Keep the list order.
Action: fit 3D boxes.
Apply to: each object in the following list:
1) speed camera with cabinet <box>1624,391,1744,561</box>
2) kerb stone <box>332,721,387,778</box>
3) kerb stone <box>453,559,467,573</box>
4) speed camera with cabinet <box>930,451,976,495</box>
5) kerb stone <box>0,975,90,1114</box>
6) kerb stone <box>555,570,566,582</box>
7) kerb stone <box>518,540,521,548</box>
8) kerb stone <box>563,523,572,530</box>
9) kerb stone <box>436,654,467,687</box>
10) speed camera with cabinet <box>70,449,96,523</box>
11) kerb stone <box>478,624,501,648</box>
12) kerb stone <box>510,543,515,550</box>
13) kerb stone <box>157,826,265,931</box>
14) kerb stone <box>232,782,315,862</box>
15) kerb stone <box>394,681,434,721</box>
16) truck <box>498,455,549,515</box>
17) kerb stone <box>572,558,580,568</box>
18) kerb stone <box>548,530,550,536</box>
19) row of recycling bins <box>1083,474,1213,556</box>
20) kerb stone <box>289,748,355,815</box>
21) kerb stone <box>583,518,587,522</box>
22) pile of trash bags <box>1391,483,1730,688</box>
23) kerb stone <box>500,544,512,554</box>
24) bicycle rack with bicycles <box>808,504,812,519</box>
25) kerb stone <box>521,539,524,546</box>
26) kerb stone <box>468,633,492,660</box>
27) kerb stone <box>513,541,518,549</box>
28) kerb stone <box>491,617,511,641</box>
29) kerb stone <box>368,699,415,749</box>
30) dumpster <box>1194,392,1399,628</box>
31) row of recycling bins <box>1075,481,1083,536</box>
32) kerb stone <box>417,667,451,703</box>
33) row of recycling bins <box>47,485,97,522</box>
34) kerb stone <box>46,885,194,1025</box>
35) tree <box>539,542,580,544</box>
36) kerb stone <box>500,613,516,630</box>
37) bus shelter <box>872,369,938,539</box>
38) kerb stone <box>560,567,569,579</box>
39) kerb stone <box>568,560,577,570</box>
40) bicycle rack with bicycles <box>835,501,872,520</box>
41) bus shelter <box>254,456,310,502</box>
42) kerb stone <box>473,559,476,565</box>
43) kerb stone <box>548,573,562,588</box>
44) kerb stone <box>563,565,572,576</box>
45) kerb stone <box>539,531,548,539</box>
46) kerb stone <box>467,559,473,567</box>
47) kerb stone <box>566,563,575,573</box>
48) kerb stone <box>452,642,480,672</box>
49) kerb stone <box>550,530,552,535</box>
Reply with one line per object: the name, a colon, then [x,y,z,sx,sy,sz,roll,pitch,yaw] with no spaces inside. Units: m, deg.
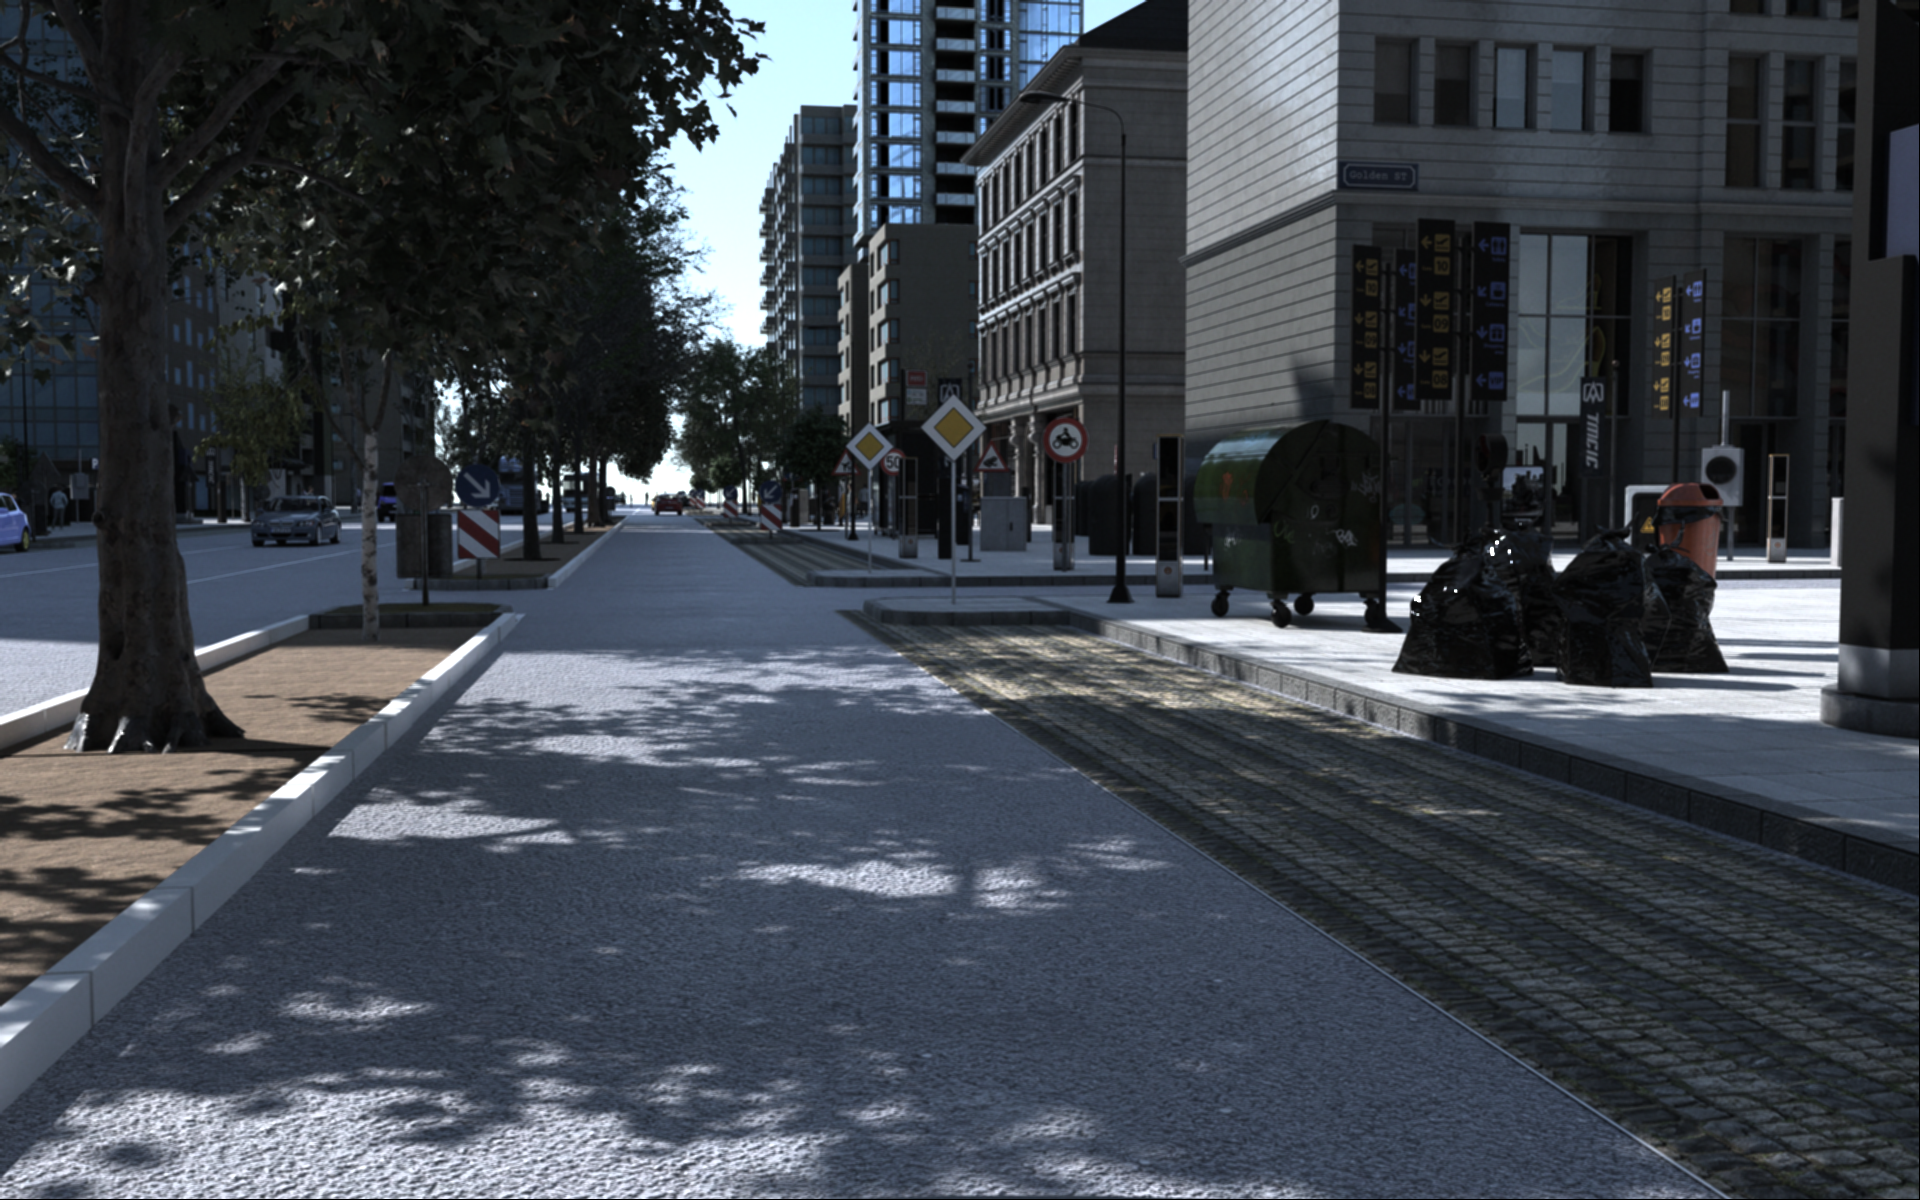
speed camera with cabinet: [13.960,-2.389,33.395,2.038,3.252,0.660,2,4,31]
kerb stone: [-3.188,0.796,9.176,0.120,0.150,1.000,-1,4,-10]
kerb stone: [-9.435,-0.634,32.563,0.120,0.150,1.000,-1,4,-10]
speed camera with cabinet: [-0.322,-5.184,79.094,2.038,3.252,0.660,-1,4,-20]
kerb stone: [-2.304,1.104,4.141,0.120,0.150,1.000,-1,4,-10]
kerb stone: [-6.466,-0.345,27.830,0.120,0.150,1.000,-1,4,-10]
kerb stone: [-11.742,-1.435,45.698,0.120,0.150,1.000,-1,4,-10]
kerb stone: [-16.535,-3.101,72.957,0.120,0.150,1.000,-1,4,-10]
kerb stone: [-3.899,0.553,13.215,0.120,0.150,1.000,-1,4,-10]
speed camera with cabinet: [-38.493,-5.069,77.217,2.038,3.252,0.660,-2,4,-35]
kerb stone: [-4.435,0.364,16.240,0.120,0.150,1.000,-1,4,-10]
kerb stone: [-11.386,-1.306,43.663,0.120,0.150,1.000,-1,4,-10]
kerb stone: [-2.655,0.983,6.155,0.120,0.150,1.000,-1,4,-10]
kerb stone: [-2.838,0.922,7.161,0.120,0.150,1.000,-1,4,-10]
kerb stone: [-3.547,0.673,11.197,0.120,0.150,1.000,-1,4,-10]
truck: [-31.145,-8.212,124.020,2.967,4.110,18.799,-1,4,-10]
kerb stone: [-7.355,-0.649,32.877,0.120,0.150,1.000,-1,4,-10]
kerb stone: [-13.875,-2.179,57.833,0.120,0.150,1.000,-1,4,-10]
row of recycling bins: [4.498,-1.803,36.598,3.534,1.692,1.069,-1,4,-8]
kerb stone: [-3.014,0.860,8.169,0.120,0.150,1.000,-1,4,-10]
kerb stone: [-20.262,-4.402,94.166,0.120,0.150,1.000,-1,4,-10]
pile of trash bags: [4.845,-0.198,12.988,3.447,1.369,1.912,-3,5,-44]
kerb stone: [-11.207,-1.251,42.655,0.120,0.150,1.000,-1,4,-10]
bicycle rack with bicycles: [-8.622,-4.505,87.034,2.925,0.926,2.852,-1,4,-18]
kerb stone: [-11.928,-1.497,46.706,0.120,0.150,1.000,-1,4,-10]
kerb stone: [-4.252,0.427,15.234,0.120,0.150,1.000,-1,4,-10]
kerb stone: [-11.566,-1.375,44.679,0.120,0.150,1.000,-1,4,-10]
kerb stone: [-4.599,0.302,17.254,0.120,0.150,1.000,-1,4,-10]
kerb stone: [-3.357,0.734,10.190,0.120,0.150,1.000,-1,4,-10]
dumpster: [3.351,-0.911,17.384,1.502,2.255,1.985,-1,4,-10]
row of recycling bins: [4.238,-2.784,52.631,1.069,1.692,3.534,-1,4,-17]
kerb stone: [-3.725,0.612,12.204,0.120,0.150,1.000,-1,4,-10]
row of recycling bins: [-40.456,-4.455,79.951,3.534,1.692,1.069,1,4,9]
kerb stone: [-2.480,1.043,5.148,0.120,0.150,1.000,-1,4,-10]
tree: [-11.625,-8.362,49.552,12.009,13.543,11.850,0,3,0]
kerb stone: [-4.786,0.245,18.260,0.120,0.150,1.000,-1,4,-10]
bus shelter: [-1.679,-4.632,53.364,2.179,5.291,8.768,-1,4,-10]
kerb stone: [-6.647,-0.406,28.836,0.120,0.150,1.000,-1,4,-10]
kerb stone: [-7.174,-0.591,31.864,0.120,0.150,1.000,-1,4,-10]
bicycle rack with bicycles: [-5.354,-4.587,88.381,2.925,0.926,2.852,-3,5,-39]
bus shelter: [-36.908,-6.137,94.261,2.014,3.302,5.546,-1,4,-10]
kerb stone: [-9.786,-0.757,34.577,0.120,0.150,1.000,-1,4,-10]
kerb stone: [-6.292,-0.283,26.823,0.120,0.150,1.000,-1,4,-10]
kerb stone: [-6.817,-0.468,29.845,0.120,0.150,1.000,-1,4,-10]
kerb stone: [-13.691,-2.117,56.814,0.120,0.150,1.000,-1,4,-10]
kerb stone: [-9.609,-0.696,33.570,0.120,0.150,1.000,-1,4,-10]
kerb stone: [-6.999,-0.525,30.856,0.120,0.150,1.000,-1,4,-10]
kerb stone: [-4.075,0.488,14.222,0.120,0.150,1.000,-1,4,-10]
kerb stone: [-14.055,-2.238,58.839,0.120,0.150,1.000,-1,4,-10]
